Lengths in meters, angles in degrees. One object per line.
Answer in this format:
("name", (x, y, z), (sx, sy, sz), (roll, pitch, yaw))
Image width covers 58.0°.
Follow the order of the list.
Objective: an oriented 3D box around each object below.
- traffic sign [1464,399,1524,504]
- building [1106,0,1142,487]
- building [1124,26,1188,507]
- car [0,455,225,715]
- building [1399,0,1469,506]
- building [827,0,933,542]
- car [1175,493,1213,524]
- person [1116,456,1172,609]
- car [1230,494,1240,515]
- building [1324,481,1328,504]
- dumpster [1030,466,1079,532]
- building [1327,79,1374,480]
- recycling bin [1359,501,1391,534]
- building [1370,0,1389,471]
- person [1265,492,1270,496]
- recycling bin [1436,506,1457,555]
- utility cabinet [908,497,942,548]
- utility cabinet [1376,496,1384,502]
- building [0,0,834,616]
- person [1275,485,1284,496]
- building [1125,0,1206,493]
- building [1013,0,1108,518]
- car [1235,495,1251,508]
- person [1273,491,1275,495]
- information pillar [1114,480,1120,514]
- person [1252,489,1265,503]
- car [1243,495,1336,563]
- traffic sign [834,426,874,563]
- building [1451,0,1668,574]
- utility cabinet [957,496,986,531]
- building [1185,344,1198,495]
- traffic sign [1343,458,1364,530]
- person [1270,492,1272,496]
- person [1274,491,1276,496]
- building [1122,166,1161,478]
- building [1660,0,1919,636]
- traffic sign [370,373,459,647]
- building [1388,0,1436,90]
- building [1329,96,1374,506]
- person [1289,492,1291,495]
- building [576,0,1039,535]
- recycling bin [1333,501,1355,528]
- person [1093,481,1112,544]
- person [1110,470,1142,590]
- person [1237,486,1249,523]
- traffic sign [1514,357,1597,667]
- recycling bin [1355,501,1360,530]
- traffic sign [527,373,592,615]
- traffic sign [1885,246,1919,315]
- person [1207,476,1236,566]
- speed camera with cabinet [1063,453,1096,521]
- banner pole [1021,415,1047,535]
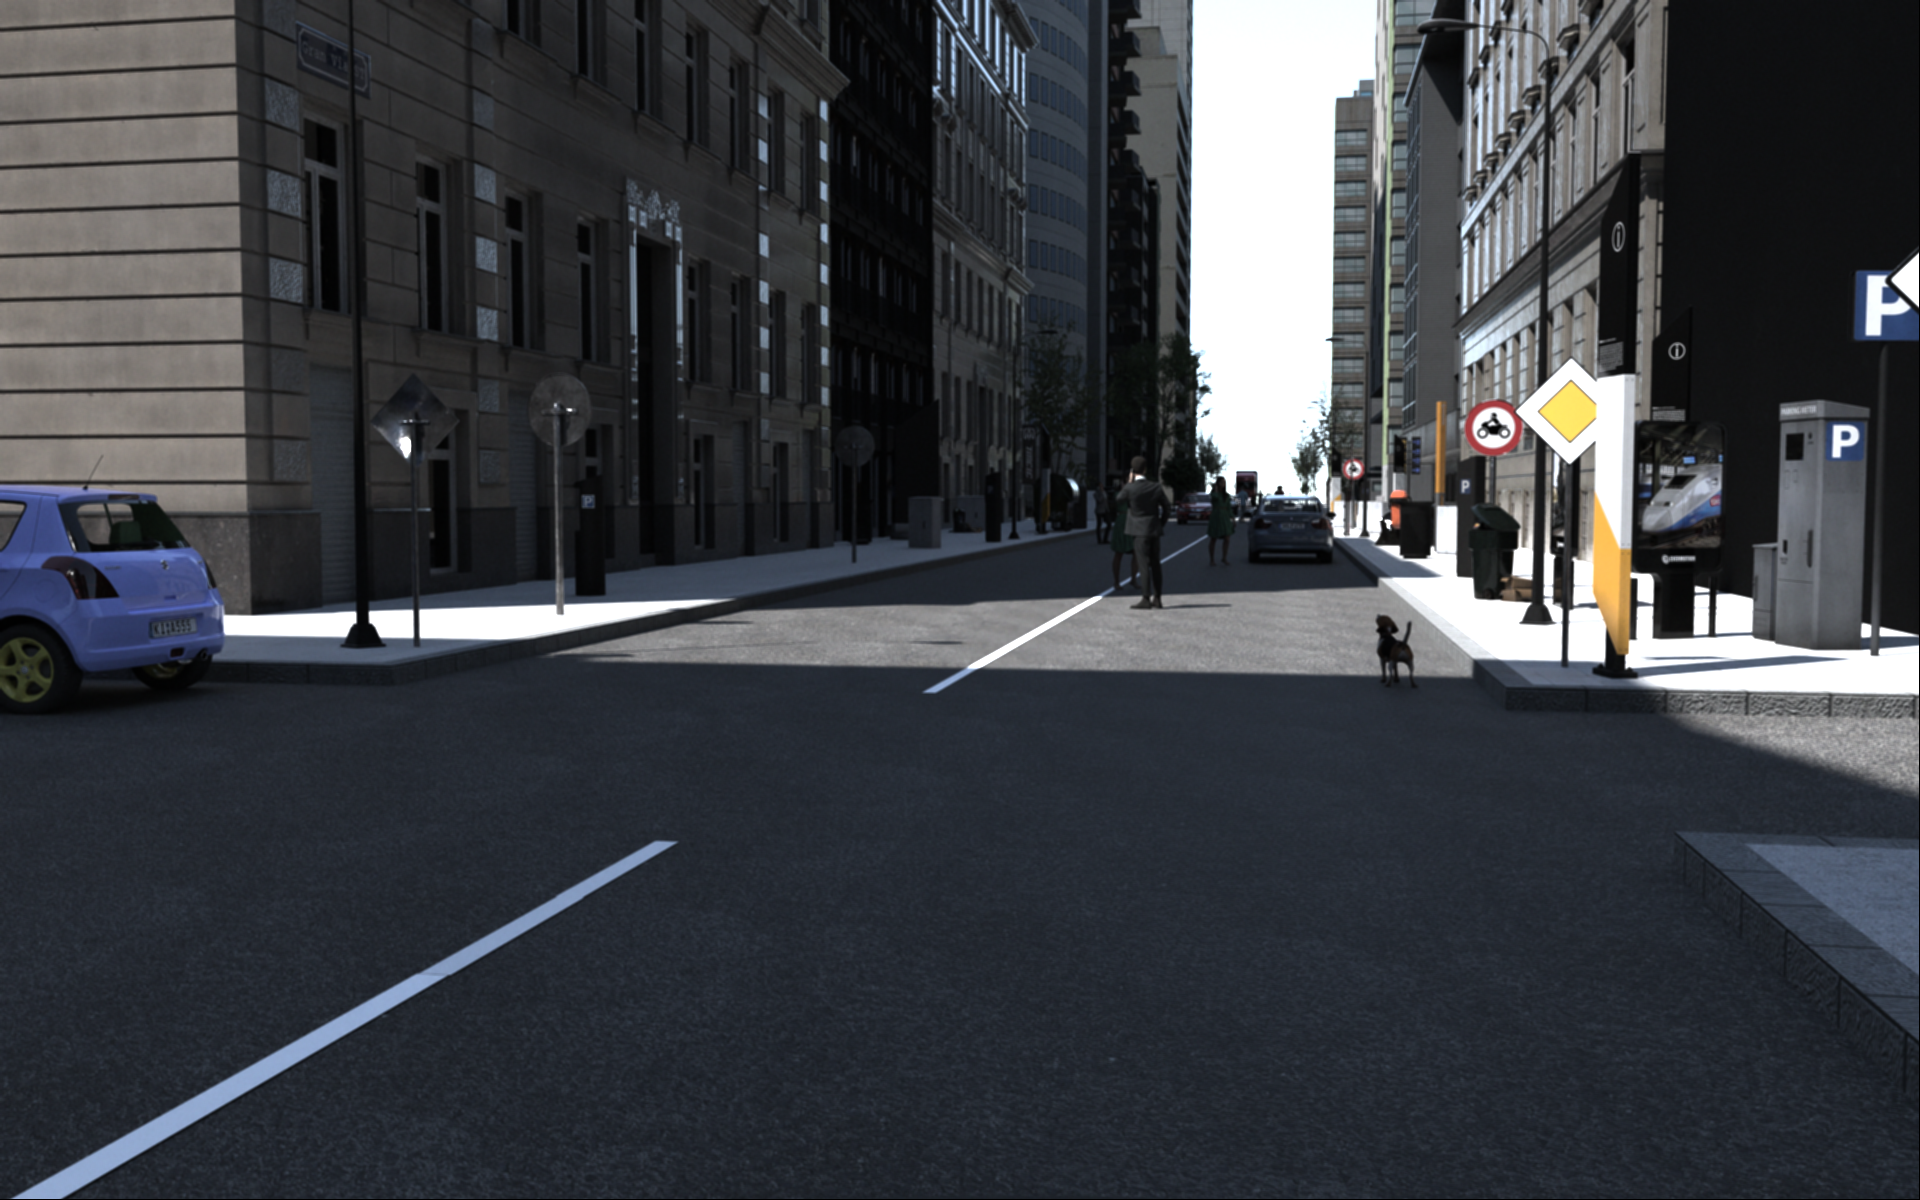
("traffic sign", (7.174, -1.421, 23.337), (0.768, 2.556, 0.104), (1, 4, 17))
("building", (2.136, -29.223, 132.416), (22.147, 44.769, 28.867), (1, 4, 10))
("building", (13.083, -34.385, 185.901), (21.300, 48.544, 21.600), (1, 4, 10))
("car", (-7.189, -0.159, 12.199), (3.694, 1.707, 1.945), (1, 4, 9))
("building", (25.951, -15.299, 69.207), (14.314, 24.678, 30.058), (1, 4, 10))
("building", (-8.382, -13.523, 50.778), (12.332, 23.373, 15.834), (1, 4, 10))
("car", (11.406, -4.509, 82.755), (2.155, 1.783, 4.494), (1, 4, 12))
("person", (2.283, -0.844, 21.663), (0.648, 1.900, 0.474), (-2, 4, -29))
("car", (18.076, -6.623, 118.080), (2.009, 1.686, 4.222), (1, 4, 9))
("building", (64.676, -32.750, 227.338), (32.217, 40.220, 23.993), (1, 4, 10))
("dumpster", (3.237, -3.476, 59.325), (1.502, 2.255, 1.985), (1, 4, 10))
("building", (55.219, -35.569, 201.155), (23.786, 49.044, 30.456), (1, 4, 10))
("recycling bin", (13.528, -2.667, 56.156), (0.722, 1.027, 0.722), (3, 5, 41))
("building", (42.279, -32.267, 116.802), (28.713, 52.752, 27.495), (1, 4, 10))
("person", (36.566, -12.055, 206.304), (0.721, 1.736, 1.217), (-2, 4, -32))
("recycling bin", (10.592, -1.474, 36.658), (0.722, 1.027, 0.722), (-2, 4, -25))
("utility cabinet", (-0.849, -1.843, 41.288), (0.306, 1.237, 1.020), (-2, 4, -35))
("utility cabinet", (16.729, -3.541, 69.059), (0.306, 1.237, 1.020), (1, 4, 12))
("building", (-10.804, -14.255, 30.327), (12.463, 27.353, 25.104), (1, 4, 10))
("person", (14.269, -4.212, 77.341), (0.573, 1.828, 0.580), (-1, 4, -22))
("building", (23.003, -48.678, 234.136), (20.563, 71.187, 20.611), (1, 4, 10))
("building", (-2.985, -34.368, 103.913), (21.231, 58.520, 28.212), (1, 4, 10))
("car", (29.184, -10.247, 179.893), (2.083, 1.381, 4.827), (1, 4, 10))
("person", (43.170, -14.004, 237.455), (1.348, 1.826, 0.705), (2, 4, 30))
("information pillar", (7.961, -5.078, 87.516), (0.304, 2.012, 0.304), (-3, 5, -40))
("person", (24.692, -8.194, 142.477), (1.348, 1.824, 0.705), (2, 4, 29))
("car", (7.111, -1.552, 37.385), (2.014, 1.417, 4.499), (1, 4, 10))
("traffic sign", (-1.977, -1.967, 32.272), (0.768, 2.556, 0.104), (1, 4, 11))
("building", (20.579, -12.627, 39.741), (16.112, 22.955, 30.059), (1, 4, 10))
("utility cabinet", (0.409, -3.014, 60.443), (1.020, 1.237, 0.306), (1, 4, 13))
("building", (14.532, -22.449, 212.088), (27.650, 21.520, 28.899), (1, 4, 10))
("traffic sign", (14.089, -3.788, 62.038), (0.768, 2.556, 0.104), (1, 4, 15))
("person", (41.231, -13.555, 230.648), (0.617, 1.759, 0.750), (-3, 5, -40))
("person", (33.788, -10.802, 185.823), (0.721, 1.736, 1.217), (1, 4, 20))
("building", (10.167, -23.332, 153.182), (14.160, 30.474, 14.107), (1, 4, 10))
("building", (17.402, -11.557, 18.636), (15.834, 23.373, 12.332), (1, 4, 10))
("traffic sign", (-4.554, -0.662, 14.471), (0.795, 2.450, 0.064), (1, 4, 10))
("building", (31.235, -25.338, 97.863), (14.154, 41.232, 14.086), (1, 4, 10))
("building", (45.863, -30.393, 180.514), (14.154, 41.232, 14.086), (1, 4, 10))
("person", (36.969, -11.323, 194.436), (0.445, 1.727, 0.742), (0, 4, -8))
("building", (-4.652, -16.728, 70.767), (12.463, 27.353, 25.104), (1, 4, 10))
("recycling bin", (14.602, -3.247, 65.643), (0.722, 1.027, 0.722), (2, 4, 29))
("person", (4.114, -2.517, 49.834), (0.592, 1.802, 0.473), (-2, 4, -31))
("person", (2.513, -1.053, 25.959), (0.600, 1.795, 0.529), (-2, 4, -34))
("person", (13.981, -4.744, 85.927), (0.748, 1.841, 0.638), (-3, 5, -39))
("traffic sign", (4.483, -0.559, 12.783), (0.795, 2.450, 0.064), (1, 4, 10))
("recycling bin", (14.525, -2.979, 61.262), (0.722, 1.027, 0.722), (2, 4, 29))
("traffic sign", (-4.239, -1.111, 18.279), (0.768, 2.556, 0.104), (1, 4, 18))
("traffic sign", (3.029, -0.079, 4.931), (0.795, 2.450, 0.064), (1, 4, 10))
("person", (5.210, -1.587, 34.696), (0.600, 1.795, 0.529), (-2, 4, -27))
("speed camera with cabinet", (5.550, -5.467, 83.722), (2.038, 3.252, 0.660), (-1, 4, -22))
("banner pole", (2.337, -3.960, 54.760), (0.863, 3.779, 0.401), (-1, 4, -17))
